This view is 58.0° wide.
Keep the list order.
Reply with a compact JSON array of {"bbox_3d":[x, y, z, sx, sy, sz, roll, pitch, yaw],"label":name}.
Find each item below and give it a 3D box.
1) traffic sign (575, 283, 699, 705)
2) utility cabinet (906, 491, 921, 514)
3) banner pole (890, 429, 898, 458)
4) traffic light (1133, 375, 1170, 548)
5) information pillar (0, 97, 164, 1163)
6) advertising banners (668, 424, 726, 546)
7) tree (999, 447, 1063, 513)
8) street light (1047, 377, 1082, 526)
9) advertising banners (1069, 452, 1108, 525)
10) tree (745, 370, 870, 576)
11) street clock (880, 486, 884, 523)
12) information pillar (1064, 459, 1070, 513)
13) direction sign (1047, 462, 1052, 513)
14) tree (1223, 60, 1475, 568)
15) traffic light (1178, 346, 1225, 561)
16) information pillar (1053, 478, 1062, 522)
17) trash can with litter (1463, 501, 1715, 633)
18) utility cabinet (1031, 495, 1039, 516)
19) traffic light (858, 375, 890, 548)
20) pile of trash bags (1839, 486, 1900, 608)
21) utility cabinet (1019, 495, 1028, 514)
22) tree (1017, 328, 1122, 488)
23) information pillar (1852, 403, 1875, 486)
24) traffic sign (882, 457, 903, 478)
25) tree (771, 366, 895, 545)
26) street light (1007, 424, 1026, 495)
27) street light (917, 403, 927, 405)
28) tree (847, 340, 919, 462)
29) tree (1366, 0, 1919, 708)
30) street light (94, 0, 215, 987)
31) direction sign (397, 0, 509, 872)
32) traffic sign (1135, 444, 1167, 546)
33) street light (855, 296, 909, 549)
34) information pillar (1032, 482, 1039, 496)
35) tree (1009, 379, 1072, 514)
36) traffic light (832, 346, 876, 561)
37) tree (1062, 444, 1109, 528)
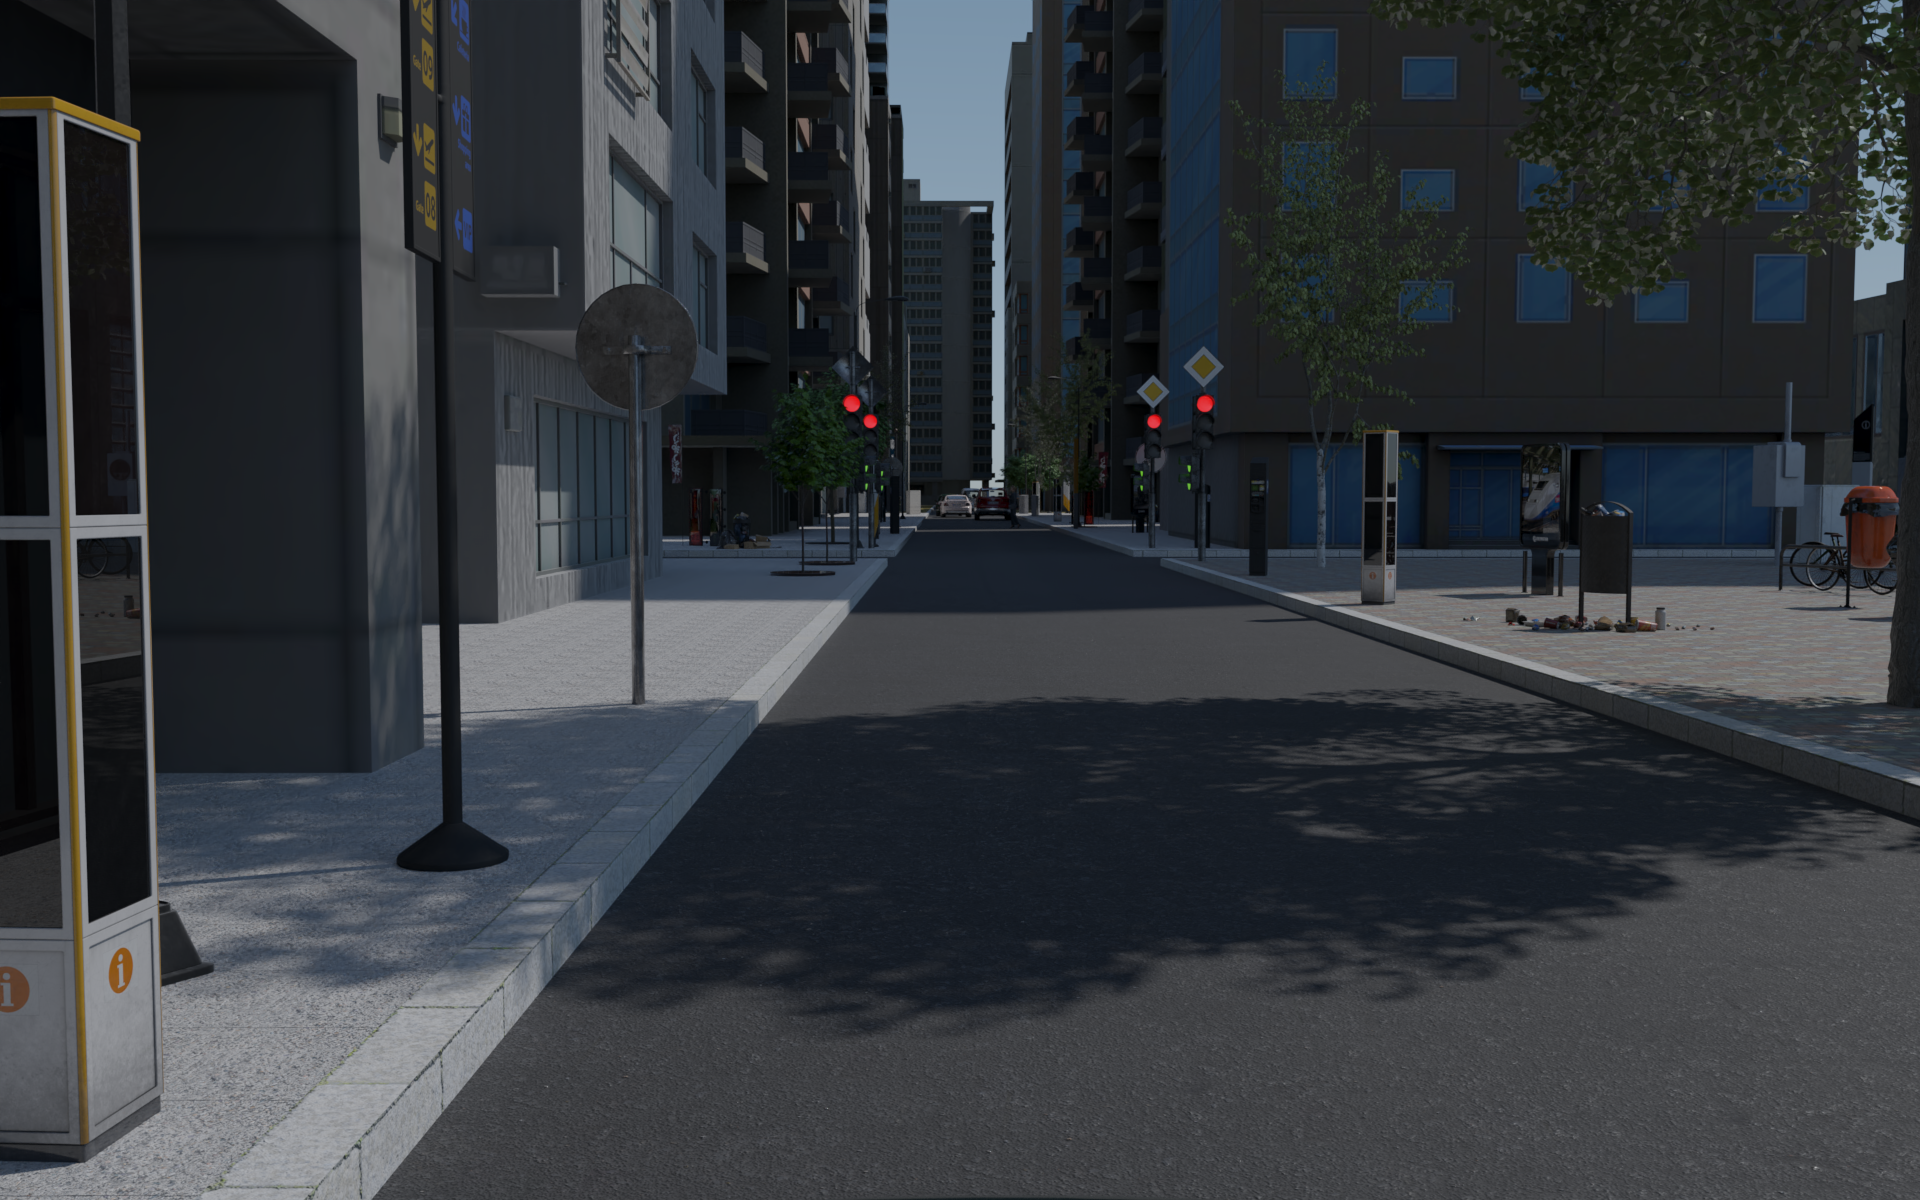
[{"bbox_3d":[-1.964,-0.636,10.501,0.768,2.556,0.104,0,4,7],"label":"traffic sign"},{"bbox_3d":[-2.918,-6.080,108.090,0.318,1.500,1.173,2,4,32],"label":"utility cabinet"},{"bbox_3d":[-2.530,-4.667,66.317,0.401,3.779,0.863,1,4,18],"label":"banner pole"},{"bbox_3d":[4.532,-3.182,40.950,0.839,4.253,0.868,0,4,0],"label":"traffic light"},{"bbox_3d":[-1.812,0.066,3.410,0.304,2.012,0.304,0,4,3],"label":"information pillar"},{"bbox_3d":[-6.520,-2.851,42.809,2.074,3.025,0.090,3,5,40],"label":"advertising banners"},{"bbox_3d":[4.479,-8.573,123.881,4.285,4.588,4.351,0,3,0],"label":"tree"},{"bbox_3d":[4.156,-5.874,68.585,1.470,5.913,1.316,0,4,0],"label":"street light"},{"bbox_3d":[5.365,-4.644,72.118,2.074,3.025,0.090,3,5,44],"label":"advertising banners"},{"bbox_3d":[-2.444,-1.996,27.229,1.663,3.219,1.824,0,3,0],"label":"tree"},{"bbox_3d":[-3.622,-4.500,78.148,0.471,2.002,0.358,0,4,1],"label":"street clock"},{"bbox_3d":[7.066,-7.545,114.707,0.183,3.616,0.504,-3,5,-41],"label":"information pillar"},{"bbox_3d":[6.010,-7.580,115.935,0.379,3.537,0.876,0,4,2],"label":"direction sign"},{"bbox_3d":[6.352,-4.858,29.785,4.737,8.622,4.395,0,3,0],"label":"tree"},{"bbox_3d":[4.596,-2.694,32.966,0.839,4.253,0.868,0,4,0],"label":"traffic light"},{"bbox_3d":[4.552,-4.663,80.728,0.304,2.012,0.304,-1,4,-20],"label":"information pillar"},{"bbox_3d":[5.978,-0.352,16.816,1.678,1.210,2.233,-3,4,-37],"label":"trash can with litter"},{"bbox_3d":[4.331,-5.418,99.751,0.306,1.237,1.020,1,4,11],"label":"utility cabinet"},{"bbox_3d":[-2.079,-3.178,40.881,0.839,4.253,0.868,0,4,0],"label":"traffic light"},{"bbox_3d":[10.581,-0.519,18.231,1.912,1.369,3.447,-1,4,-13],"label":"pile of trash bags"},{"bbox_3d":[4.146,-6.227,112.968,0.306,1.237,1.020,-1,4,-18],"label":"utility cabinet"},{"bbox_3d":[4.902,-7.691,76.113,4.737,8.622,4.395,0,3,0],"label":"tree"},{"bbox_3d":[23.388,-3.274,44.887,0.183,3.616,0.504,-3,4,-36],"label":"information pillar"},{"bbox_3d":[-2.347,-3.639,59.601,0.768,2.556,0.104,0,4,0],"label":"traffic sign"},{"bbox_3d":[-3.229,-3.727,44.658,4.285,4.588,4.351,0,3,0],"label":"tree"},{"bbox_3d":[3.815,-8.702,114.823,1.470,5.913,1.316,0,4,0],"label":"street light"},{"bbox_3d":[-2.376,-7.063,88.025,1.470,5.913,1.316,0,4,0],"label":"street light"},{"bbox_3d":[-4.029,-8.145,83.531,4.360,8.622,3.978,0,3,0],"label":"tree"},{"bbox_3d":[5.460,-5.635,10.258,7.486,12.596,7.792,0,3,0],"label":"tree"},{"bbox_3d":[-1.643,-1.950,4.423,1.470,5.913,1.316,0,4,0],"label":"street light"},{"bbox_3d":[-1.773,-0.854,5.955,0.379,3.537,0.876,0,4,-3],"label":"direction sign"},{"bbox_3d":[4.655,-2.583,42.340,0.768,2.556,0.104,0,4,1],"label":"traffic sign"},{"bbox_3d":[-1.901,-4.173,40.774,1.470,5.913,1.316,0,4,0],"label":"street light"},{"bbox_3d":[4.577,-6.147,104.988,0.304,2.012,0.304,2,4,28],"label":"information pillar"},{"bbox_3d":[5.285,-9.853,111.460,4.360,8.622,3.978,0,3,0],"label":"tree"},{"bbox_3d":[-2.015,-2.690,32.896,0.839,4.253,0.868,0,4,0],"label":"traffic light"},{"bbox_3d":[4.798,-4.394,66.451,1.663,3.219,1.824,0,3,0],"label":"tree"}]
